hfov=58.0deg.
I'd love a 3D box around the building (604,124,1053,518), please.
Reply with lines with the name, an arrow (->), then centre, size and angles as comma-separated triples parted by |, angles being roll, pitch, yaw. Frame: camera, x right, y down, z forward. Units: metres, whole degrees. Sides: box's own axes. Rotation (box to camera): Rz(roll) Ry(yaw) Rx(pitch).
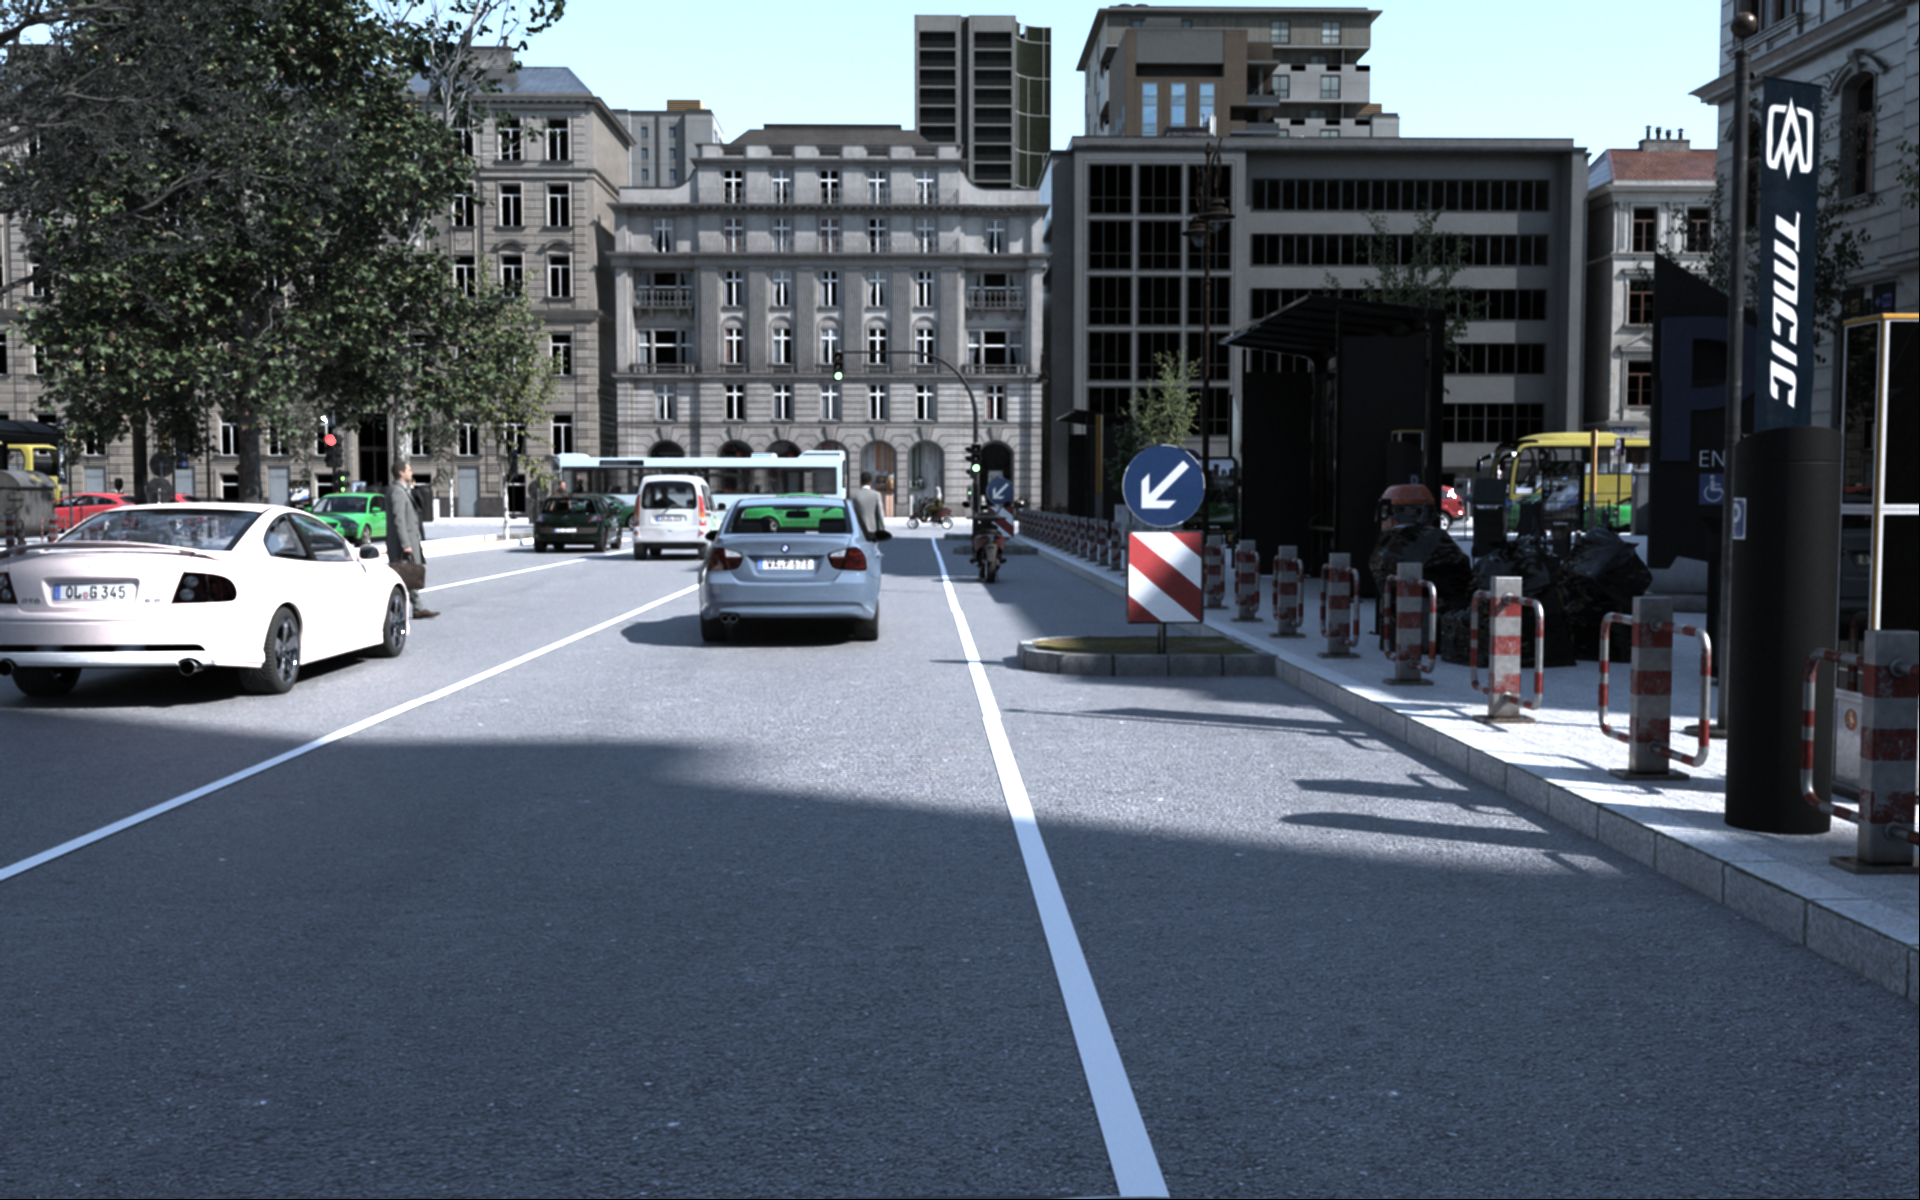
building -> -7.187, -15.769, 99.628 | 24.055, 21.916, 13.314 | 0, 4, -1

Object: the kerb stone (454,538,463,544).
kerb stone -> -14.510, -1.679, 49.686 | 0.120, 0.150, 1.000 | 0, 4, -1

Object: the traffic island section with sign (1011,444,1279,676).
traffic island section with sign -> 1.501, -0.364, 14.575 | 1.989, 1.847, 2.006 | 0, 4, -1

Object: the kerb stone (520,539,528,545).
kerb stone -> -12.376, -1.616, 48.647 | 0.120, 0.150, 1.000 | 0, 4, -1

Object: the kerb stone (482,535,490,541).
kerb stone -> -14.580, -1.870, 52.769 | 0.120, 0.150, 1.000 | 0, 4, -1

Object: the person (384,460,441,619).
person -> -6.296, -0.677, 19.670 | 0.767, 1.812, 0.694 | -2, 4, -24

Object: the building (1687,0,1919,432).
building -> 24.147, -14.810, 29.539 | 14.401, 28.519, 23.554 | 0, 4, -1

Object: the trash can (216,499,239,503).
trash can -> -22.279, -2.516, 52.791 | 0.748, 1.137, 0.748 | 0, 3, 0

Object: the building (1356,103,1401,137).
building -> 49.791, -44.144, 263.753 | 28.212, 58.520, 21.231 | 0, 4, -1

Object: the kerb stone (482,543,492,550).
kerb stone -> -12.273, -1.366, 44.532 | 0.120, 0.150, 1.000 | 0, 4, -1

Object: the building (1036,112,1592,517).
building -> 19.828, -17.281, 101.614 | 30.058, 24.678, 14.314 | 0, 4, -1

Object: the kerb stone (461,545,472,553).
kerb stone -> -12.234, -1.241, 42.480 | 0.120, 0.150, 1.000 | 0, 4, -1

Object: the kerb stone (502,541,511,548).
kerb stone -> -12.320, -1.486, 46.588 | 0.120, 0.150, 1.000 | 0, 4, -1

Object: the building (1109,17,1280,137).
building -> 21.745, -31.487, 164.925 | 14.600, 45.320, 14.200 | 0, 4, -1

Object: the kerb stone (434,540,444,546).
kerb stone -> -14.449, -1.555, 47.620 | 0.120, 0.150, 1.000 | 0, 4, -1

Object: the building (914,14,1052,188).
building -> 3.413, -50.390, 262.126 | 20.611, 71.187, 20.563 | 0, 4, -1

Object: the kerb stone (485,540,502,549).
kerb stone -> -12.298, -1.429, 45.561 | 0.120, 0.150, 1.000 | 0, 4, -1

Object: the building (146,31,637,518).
building -> -31.845, -18.421, 98.448 | 25.104, 27.353, 12.463 | 0, 4, -1

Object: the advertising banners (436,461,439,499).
advertising banners -> -26.911, -5.689, 89.207 | 0.090, 3.025, 2.074 | -1, 4, -18

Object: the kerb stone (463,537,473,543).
kerb stone -> -14.527, -1.740, 50.711 | 0.120, 0.150, 1.000 | 0, 4, -1

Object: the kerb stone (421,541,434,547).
kerb stone -> -14.428, -1.492, 46.587 | 0.120, 0.150, 1.000 | 0, 4, -1

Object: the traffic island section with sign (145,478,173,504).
traffic island section with sign -> -19.118, -1.974, 40.908 | 1.989, 1.847, 2.006 | 0, 4, -1

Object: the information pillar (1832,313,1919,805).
information pillar -> 3.881, -0.167, 7.227 | 0.304, 2.012, 0.304 | 0, 4, -1

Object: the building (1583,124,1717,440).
building -> 45.611, -16.183, 100.746 | 21.152, 22.565, 11.583 | 0, 4, -1

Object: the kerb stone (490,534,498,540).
kerb stone -> -14.597, -1.925, 53.799 | 0.120, 0.150, 1.000 | 0, 4, -1

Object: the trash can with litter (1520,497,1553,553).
trash can with litter -> 13.011, -1.654, 38.095 | 2.233, 1.210, 1.678 | 1, 4, 12

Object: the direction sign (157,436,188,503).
direction sign -> -24.869, -3.839, 54.769 | 0.876, 3.537, 0.379 | -1, 4, -12

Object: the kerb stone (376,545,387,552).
kerb stone -> -14.327, -1.236, 42.470 | 0.120, 0.150, 1.000 | 0, 4, -1

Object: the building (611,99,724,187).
building -> -49.878, -44.000, 261.396 | 28.212, 58.520, 21.231 | 0, 4, -1

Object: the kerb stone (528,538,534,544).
kerb stone -> -12.396, -1.676, 49.674 | 0.120, 0.150, 1.000 | 0, 4, -1

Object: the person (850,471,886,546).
person -> -1.506, -1.152, 27.616 | 0.678, 1.792, 0.850 | 0, 4, 2

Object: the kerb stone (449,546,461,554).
kerb stone -> -12.201, -1.177, 41.450 | 0.120, 0.150, 1.000 | 0, 4, -1

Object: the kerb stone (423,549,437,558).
kerb stone -> -12.153, -1.051, 39.395 | 0.120, 0.150, 1.000 | 0, 4, -1

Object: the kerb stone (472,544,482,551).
kerb stone -> -12.255, -1.301, 43.507 | 0.120, 0.150, 1.000 | 0, 4, -1

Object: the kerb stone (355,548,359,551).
kerb stone -> -14.307, -1.177, 41.445 | 0.120, 0.150, 1.000 | 0, 4, -1

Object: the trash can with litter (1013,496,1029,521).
trash can with litter -> 3.007, -4.646, 87.349 | 0.624, 1.170, 1.055 | -3, 5, -41

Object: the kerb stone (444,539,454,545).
kerb stone -> -14.480, -1.619, 48.659 | 0.120, 0.150, 1.000 | 0, 4, -1

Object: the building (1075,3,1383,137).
building -> 27.922, -36.538, 186.635 | 28.713, 52.752, 27.495 | 0, 4, -1

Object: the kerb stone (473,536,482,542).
kerb stone -> -14.554, -1.807, 51.735 | 0.120, 0.150, 1.000 | 0, 4, -1

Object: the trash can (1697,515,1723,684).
trash can -> 5.321, 0.005, 11.579 | 0.748, 1.137, 0.748 | 0, 3, 0

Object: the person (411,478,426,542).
person -> -15.677, -2.564, 49.787 | 0.648, 1.900, 0.474 | 0, 4, 1

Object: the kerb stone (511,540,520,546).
kerb stone -> -12.349, -1.555, 47.614 | 0.120, 0.150, 1.000 | 0, 4, -1

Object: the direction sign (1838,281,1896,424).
direction sign -> 9.872, -1.647, 18.928 | 0.379, 3.537, 0.876 | 0, 4, -7

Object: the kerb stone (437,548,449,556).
kerb stone -> -12.175, -1.115, 40.425 | 0.120, 0.150, 1.000 | 0, 4, -1

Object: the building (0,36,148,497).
building -> -56.982, -18.395, 98.023 | 25.104, 27.353, 12.463 | 0, 4, -1

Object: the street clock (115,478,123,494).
street clock -> -38.612, -4.585, 79.536 | 0.358, 2.002, 0.471 | -1, 4, -11

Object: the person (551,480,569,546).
person -> -11.011, -2.393, 47.756 | 0.598, 1.807, 0.434 | -1, 4, -20

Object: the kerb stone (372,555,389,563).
kerb stone -> -12.080, -0.856, 36.309 | 0.120, 0.150, 1.000 | 0, 4, -1

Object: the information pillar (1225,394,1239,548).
information pillar -> 6.461, -3.035, 40.981 | 0.183, 3.616, 0.504 | 2, 4, 27

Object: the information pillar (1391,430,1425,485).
information pillar -> 5.142, -0.945, 19.941 | 0.304, 2.012, 0.304 | 0, 4, -1

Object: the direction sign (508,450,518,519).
direction sign -> -22.836, -5.903, 88.508 | 0.876, 3.537, 0.379 | 3, 5, 44

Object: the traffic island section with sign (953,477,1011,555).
traffic island section with sign -> 0.835, -2.032, 41.851 | 1.989, 1.847, 2.006 | 0, 4, -1
